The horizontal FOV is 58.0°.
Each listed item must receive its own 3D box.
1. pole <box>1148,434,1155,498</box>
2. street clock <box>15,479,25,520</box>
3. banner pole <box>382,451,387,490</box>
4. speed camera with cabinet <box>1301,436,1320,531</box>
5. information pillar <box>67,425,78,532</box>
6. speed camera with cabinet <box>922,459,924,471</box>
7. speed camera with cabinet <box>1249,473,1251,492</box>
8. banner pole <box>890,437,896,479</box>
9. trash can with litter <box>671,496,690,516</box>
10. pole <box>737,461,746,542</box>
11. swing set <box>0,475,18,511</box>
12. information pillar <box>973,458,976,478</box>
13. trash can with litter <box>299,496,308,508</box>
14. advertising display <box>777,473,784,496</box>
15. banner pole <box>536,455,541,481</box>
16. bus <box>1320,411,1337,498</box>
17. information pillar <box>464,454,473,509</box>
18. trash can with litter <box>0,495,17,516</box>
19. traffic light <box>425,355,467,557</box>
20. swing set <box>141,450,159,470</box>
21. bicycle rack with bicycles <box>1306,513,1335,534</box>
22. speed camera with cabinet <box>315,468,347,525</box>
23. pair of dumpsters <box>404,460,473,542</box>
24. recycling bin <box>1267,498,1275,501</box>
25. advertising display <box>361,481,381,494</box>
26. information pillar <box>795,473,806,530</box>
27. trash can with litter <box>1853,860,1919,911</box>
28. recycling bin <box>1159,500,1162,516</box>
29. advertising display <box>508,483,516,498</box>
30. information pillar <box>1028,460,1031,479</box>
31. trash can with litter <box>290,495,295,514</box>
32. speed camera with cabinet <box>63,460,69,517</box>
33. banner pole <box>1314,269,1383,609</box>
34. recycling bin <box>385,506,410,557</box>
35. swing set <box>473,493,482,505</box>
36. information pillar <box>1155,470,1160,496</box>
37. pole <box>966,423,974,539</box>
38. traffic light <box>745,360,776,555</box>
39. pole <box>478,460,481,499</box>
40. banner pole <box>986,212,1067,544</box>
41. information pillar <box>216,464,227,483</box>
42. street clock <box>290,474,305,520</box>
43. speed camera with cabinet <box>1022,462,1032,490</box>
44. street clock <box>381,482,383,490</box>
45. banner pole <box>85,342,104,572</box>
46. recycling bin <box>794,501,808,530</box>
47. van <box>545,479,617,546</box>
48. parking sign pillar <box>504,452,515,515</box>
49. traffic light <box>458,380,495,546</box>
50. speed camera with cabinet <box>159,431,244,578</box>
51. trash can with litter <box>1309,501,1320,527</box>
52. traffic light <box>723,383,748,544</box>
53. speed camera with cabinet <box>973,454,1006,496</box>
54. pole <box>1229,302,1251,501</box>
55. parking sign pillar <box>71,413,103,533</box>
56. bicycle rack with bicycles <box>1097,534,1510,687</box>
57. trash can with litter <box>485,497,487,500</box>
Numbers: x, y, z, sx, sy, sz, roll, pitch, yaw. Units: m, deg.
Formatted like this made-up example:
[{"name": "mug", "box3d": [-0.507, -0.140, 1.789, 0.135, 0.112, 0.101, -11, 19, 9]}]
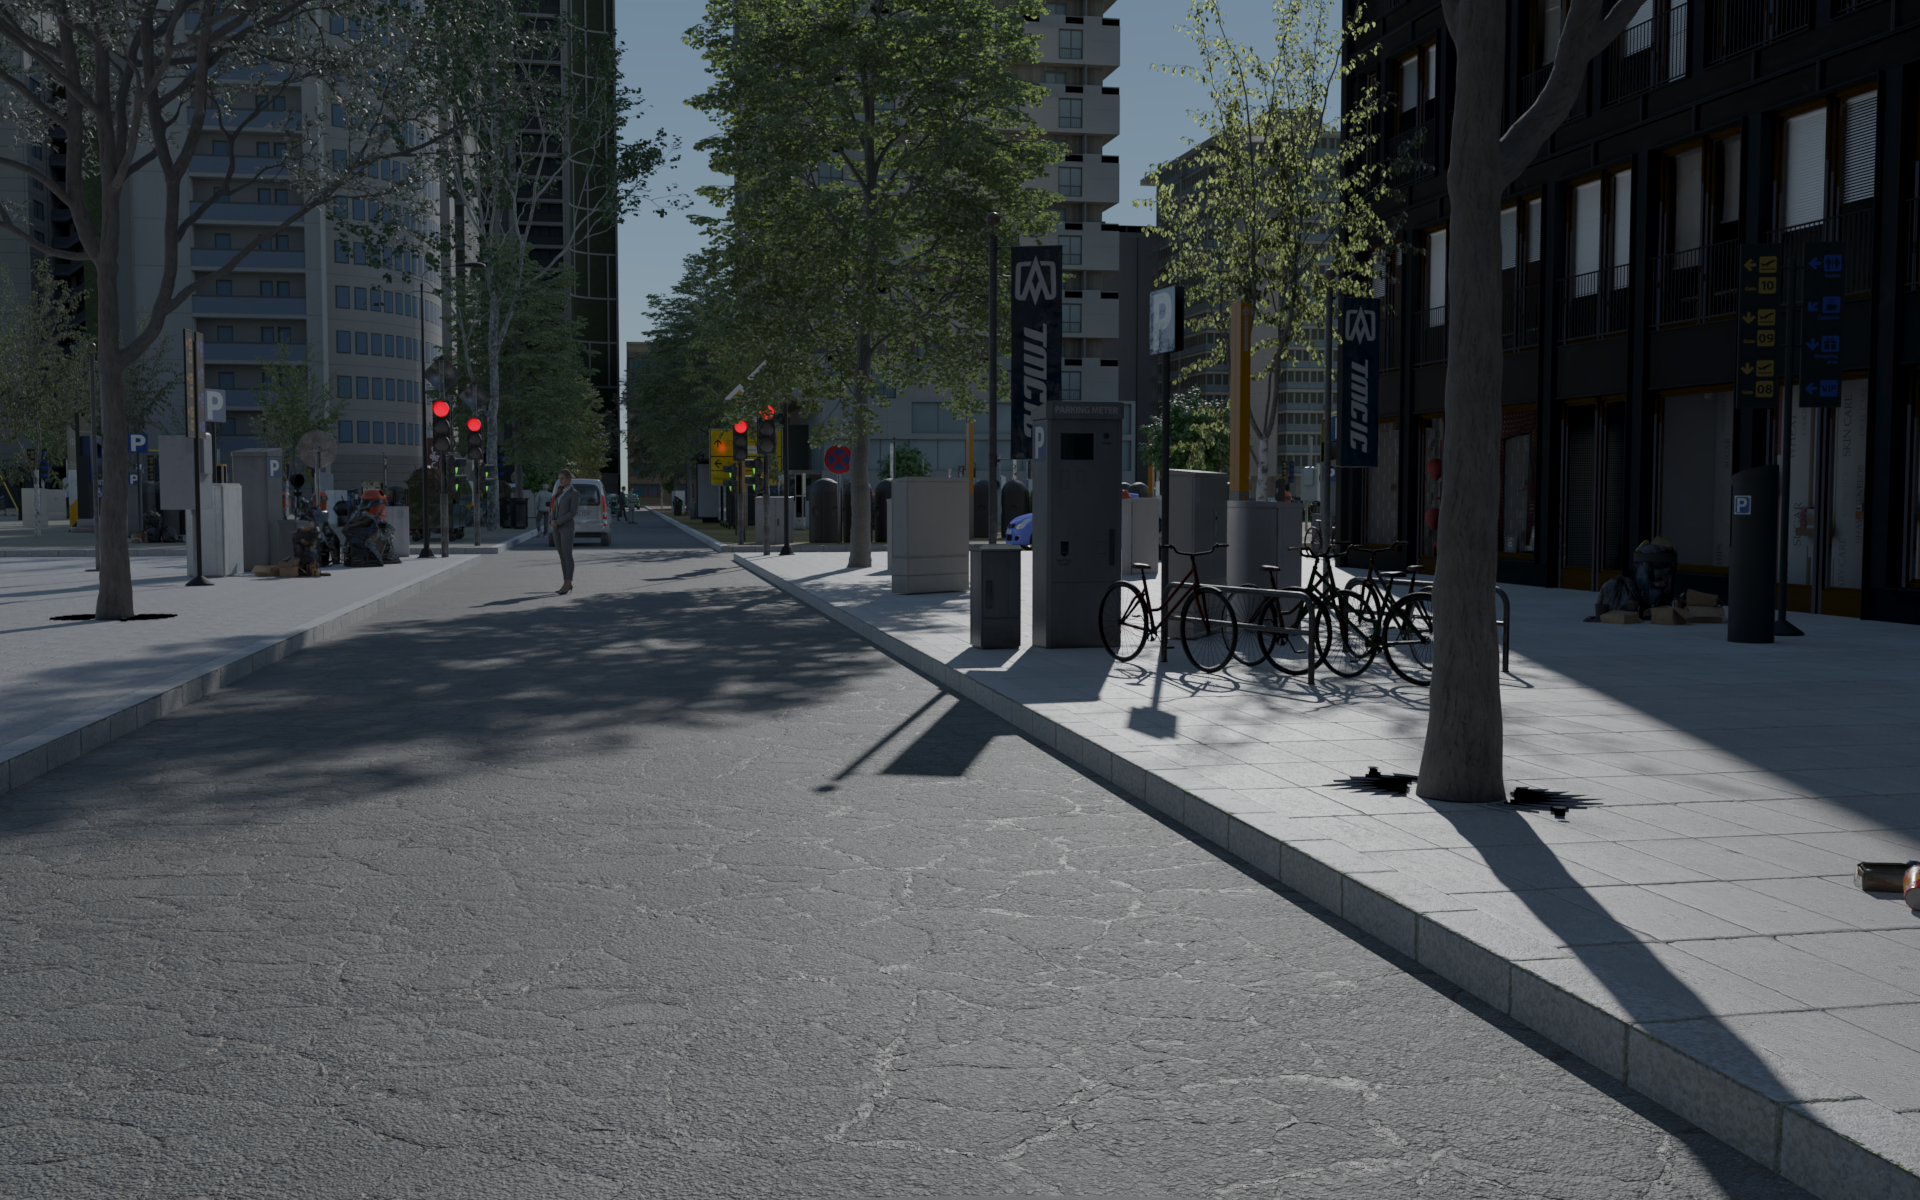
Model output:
[{"name": "pole", "box3d": [5.965, -3.681, 54.033, 0.158, 3.312, 0.155, 0, 3, 0]}, {"name": "street clock", "box3d": [-45.835, -4.889, 84.503, 0.358, 2.002, 0.471, 0, 4, 0]}, {"name": "banner pole", "box3d": [-33.716, -6.825, 101.601, 0.401, 3.779, 0.863, 0, 4, -3]}, {"name": "speed camera with cabinet", "box3d": [12.633, -3.955, 58.998, 2.038, 3.252, 0.660, 3, 5, 43]}, {"name": "information pillar", "box3d": [-30.243, -4.147, 59.150, 0.183, 3.616, 0.504, 1, 4, 18]}, {"name": "speed camera with cabinet", "box3d": [-2.796, -6.354, 98.228, 2.038, 3.252, 0.660, 2, 4, 26]}, {"name": "speed camera with cabinet", "box3d": [11.743, -4.737, 71.781, 0.660, 3.252, 2.038, 1, 4, 9]}, {"name": "banner pole", "box3d": [-2.913, -5.211, 75.218, 0.401, 3.779, 0.863, 1, 4, 16]}, {"name": "trash can with litter", "box3d": [-16.220, -5.470, 100.818, 1.055, 1.170, 0.624, -2, 4, -30]}, {"name": "pole", "box3d": [-5.843, -3.207, 46.277, 0.158, 3.312, 0.155, 0, 3, 0]}, {"name": "swing set", "box3d": [-49.631, -5.498, 87.508, 2.862, 2.851, 3.119, 0, 4, -1]}, {"name": "information pillar", "box3d": [0.835, -7.333, 111.250, 0.183, 3.616, 0.504, 3, 5, 44]}, {"name": "trash can with litter", "box3d": [-34.305, -4.868, 90.984, 1.055, 1.170, 0.624, 1, 4, 9]}, {"name": "advertising display", "box3d": [-5.451, -2.937, 53.230, 0.123, 1.923, 0.974, -1, 4, -18]}, {"name": "banner pole", "box3d": [-24.004, -6.646, 98.679, 0.401, 3.779, 0.863, 0, 4, 6]}, {"name": "bus", "box3d": [15.481, -3.232, 44.385, 12.252, 3.916, 2.896, -1, 4, -9]}, {"name": "information pillar", "box3d": [-26.189, -6.177, 92.341, 0.504, 3.616, 0.183, 1, 4, 19]}, {"name": "trash can with litter", "box3d": [-55.868, -5.543, 101.691, 1.678, 1.210, 2.233, 3, 4, 37]}, {"name": "traffic light", "box3d": [-10.413, -2.816, 34.971, 0.839, 4.253, 0.868, -1, 4, -11]}, {"name": "swing set", "box3d": [-28.657, -3.886, 61.163, 3.119, 2.851, 2.862, -1, 4, -21]}, {"name": "bicycle rack with bicycles", "box3d": [8.425, -1.265, 34.068, 2.852, 0.926, 2.925, -1, 4, -14]}, {"name": "speed camera with cabinet", "box3d": [-26.567, -4.822, 73.169, 0.660, 3.252, 2.038, -3, 5, -43]}, {"name": "pair of dumpsters", "box3d": [-14.621, -2.817, 48.548, 1.574, 2.255, 4.437, -1, 4, -11]}, {"name": "recycling bin", "box3d": [22.359, -6.832, 124.252, 0.722, 1.027, 0.722, 0, 4, 4]}, {"name": "advertising display", "box3d": [-28.452, -4.802, 83.734, 0.123, 1.923, 0.974, 3, 5, 40]}, {"name": "information pillar", "box3d": [-5.660, -3.481, 61.412, 0.304, 2.012, 0.304, 1, 4, 14]}, {"name": "trash can with litter", "box3d": [3.793, 0.343, 5.451, 2.233, 1.210, 1.678, -1, 4, -12]}, {"name": "recycling bin", "box3d": [8.097, -3.697, 73.000, 0.722, 1.027, 0.722, 0, 4, -6]}, {"name": "advertising display", "box3d": [-25.716, -5.795, 99.965, 0.974, 1.923, 0.123, -2, 4, -33]}, {"name": "information pillar", "box3d": [4.459, -7.344, 111.435, 0.183, 3.616, 0.504, -1, 4, -15]}, {"name": "trash can with litter", "box3d": [-42.504, -6.139, 111.426, 2.233, 1.210, 1.678, 1, 4, 18]}, {"name": "speed camera with cabinet", "box3d": [-50.965, -6.363, 98.373, 0.660, 3.252, 2.038, 1, 4, 10]}, {"name": "banner pole", "box3d": [4.337, -1.799, 19.437, 0.863, 3.779, 0.401, -1, 4, -15]}, {"name": "recycling bin", "box3d": [-11.705, -1.392, 35.309, 0.722, 1.027, 0.722, -3, 5, -40]}, {"name": "swing set", "box3d": [-29.656, -6.950, 111.255, 3.119, 2.851, 2.862, 0, 4, 0]}, {"name": "information pillar", "box3d": [12.961, -7.488, 113.788, 0.183, 3.616, 0.504, 2, 4, 34]}, {"name": "pole", "box3d": [0.280, -3.402, 49.458, 0.158, 3.312, 0.155, 0, 3, 0]}, {"name": "traffic light", "box3d": [-4.074, -2.893, 36.221, 0.839, 4.253, 0.868, -1, 4, -11]}, {"name": "pole", "box3d": [-26.388, -6.183, 94.929, 0.158, 3.312, 0.155, 0, 3, 0]}, {"name": "banner pole", "box3d": [0.519, -1.556, 15.453, 0.863, 3.779, 0.401, 1, 4, 13]}, {"name": "information pillar", "box3d": [-18.340, -2.349, 42.893, 0.304, 2.012, 0.304, 0, 4, -5]}, {"name": "street clock", "box3d": [-23.771, -3.523, 62.176, 0.358, 2.002, 0.471, 2, 4, 26]}, {"name": "speed camera with cabinet", "box3d": [4.619, -6.806, 105.610, 0.660, 3.252, 2.038, -2, 4, -34]}, {"name": "street clock", "box3d": [-34.582, -6.040, 103.319, 0.358, 2.002, 0.471, -3, 5, -39]}, {"name": "banner pole", "box3d": [-14.288, -2.380, 28.929, 0.401, 3.779, 0.863, 1, 4, 13]}, {"name": "recycling bin", "box3d": [-6.085, -3.058, 62.557, 0.722, 1.027, 0.722, 1, 4, 21]}, {"name": "van", "box3d": [-10.708, -2.561, 48.891, 2.013, 2.044, 4.112, -1, 4, -10]}, {"name": "parking sign pillar", "box3d": [-28.089, -7.232, 106.718, 1.447, 3.967, 1.447, -1, 4, -18]}, {"name": "traffic light", "box3d": [-11.945, -3.296, 42.808, 0.839, 4.253, 0.868, -1, 4, -11]}, {"name": "speed camera with cabinet", "box3d": [-11.571, -1.962, 26.413, 0.660, 3.252, 2.038, 0, 4, -5]}, {"name": "trash can with litter", "box3d": [13.674, -3.287, 65.130, 1.055, 1.170, 0.624, 0, 4, 7]}, {"name": "traffic light", "box3d": [-5.606, -3.372, 44.058, 0.839, 4.253, 0.868, -1, 4, -11]}, {"name": "speed camera with cabinet", "box3d": [1.252, -5.613, 86.104, 2.038, 3.252, 0.660, 2, 4, 28]}, {"name": "pole", "box3d": [3.000, -1.513, 18.574, 0.158, 3.312, 0.155, 0, 3, 0]}, {"name": "parking sign pillar", "box3d": [-29.085, -4.259, 58.112, 1.447, 3.967, 1.447, 0, 4, 3]}, {"name": "bicycle rack with bicycles", "box3d": [2.701, 0.046, 12.631, 2.852, 0.926, 2.925, -2, 4, -26]}, {"name": "trash can with litter", "box3d": [-19.808, -3.795, 73.436, 0.624, 1.170, 1.055, -1, 4, -23]}]
